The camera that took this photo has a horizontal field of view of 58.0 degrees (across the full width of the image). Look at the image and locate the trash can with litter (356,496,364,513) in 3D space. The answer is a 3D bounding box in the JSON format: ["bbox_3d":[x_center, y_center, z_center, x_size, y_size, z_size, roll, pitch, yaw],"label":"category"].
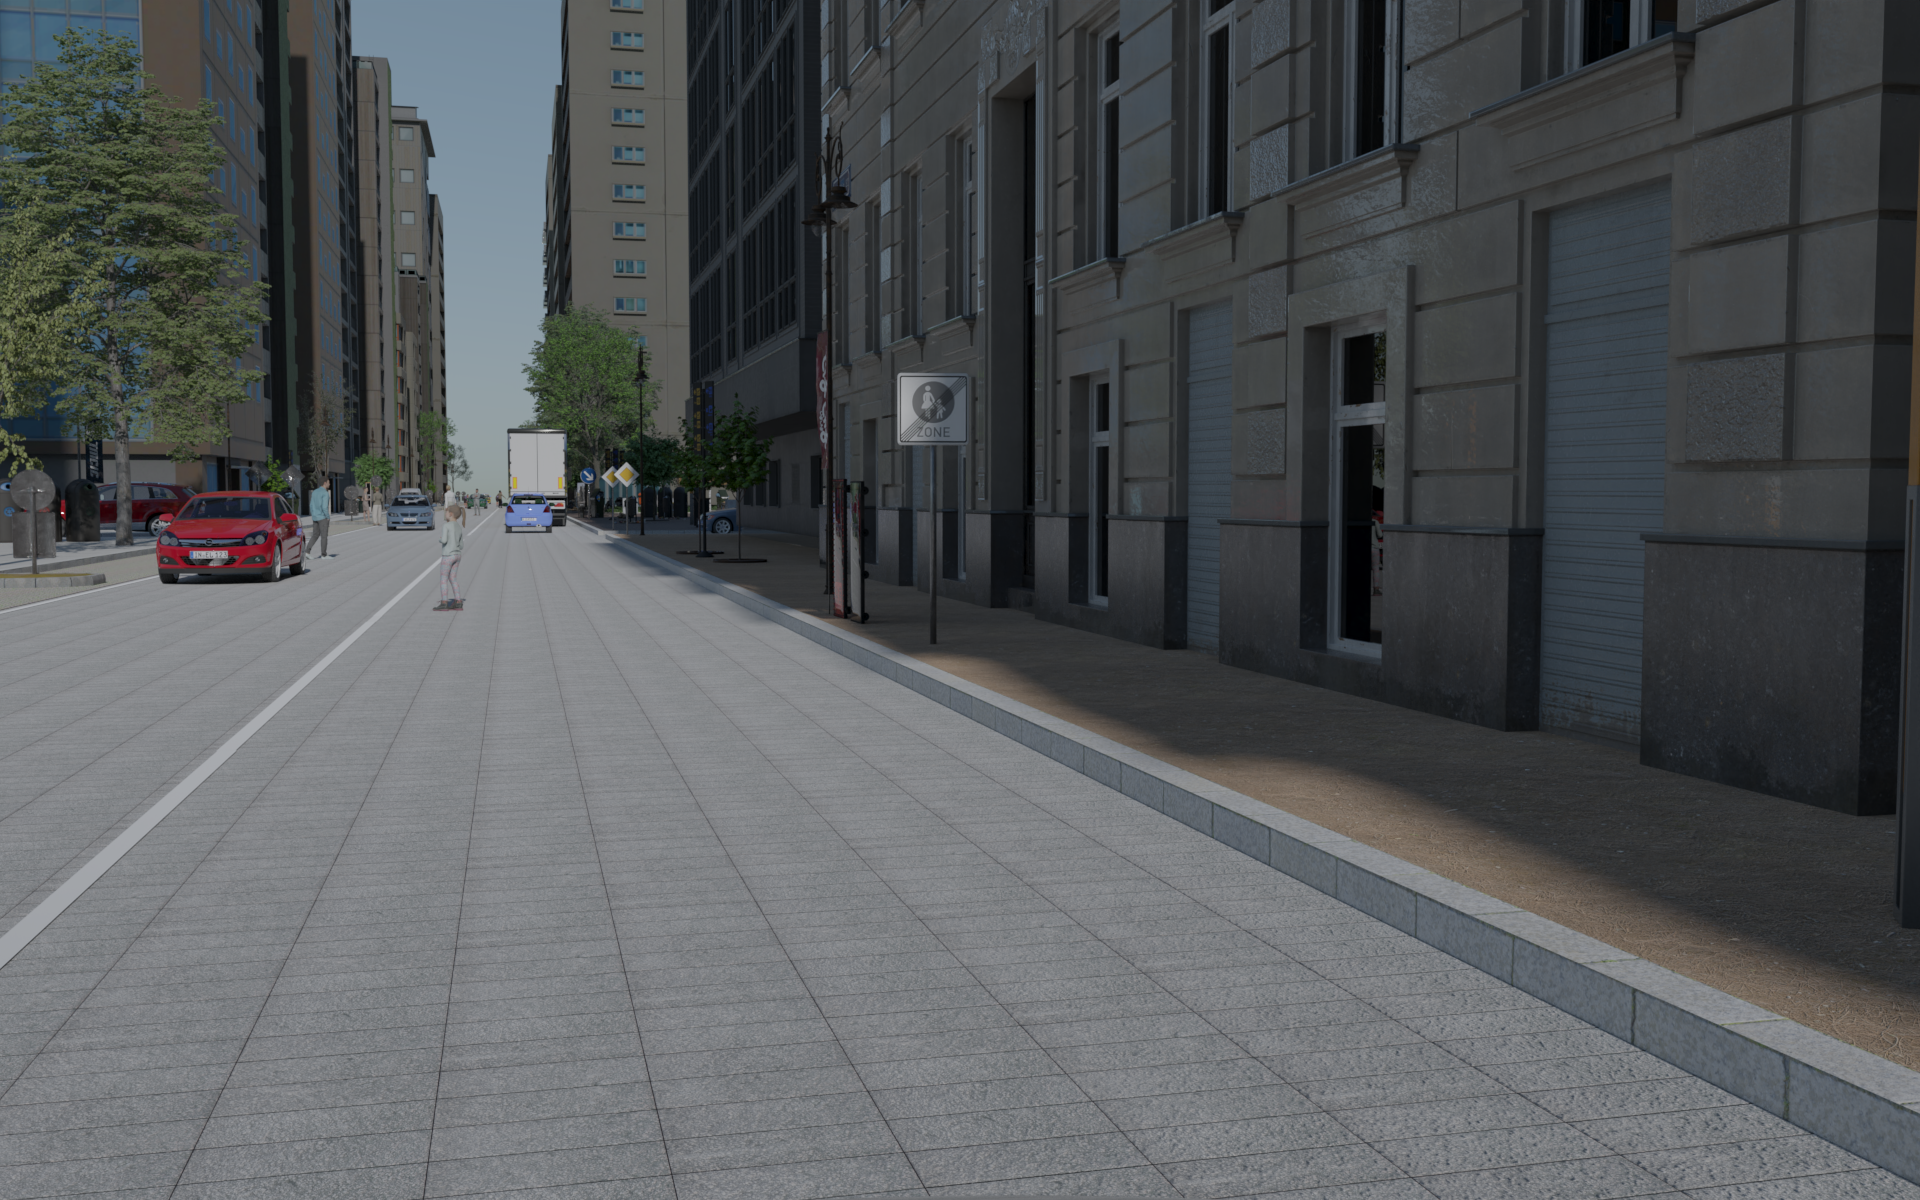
[{"bbox_3d":[-40.591,-6.484,117.405,0.624,1.170,1.055,-1,4,-9],"label":"trash can with litter"}]

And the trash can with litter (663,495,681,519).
[{"bbox_3d":[-14.761,-4.698,87.866,2.233,1.210,1.678,3,5,44],"label":"trash can with litter"}]

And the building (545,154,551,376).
[{"bbox_3d":[-45.370,-37.523,237.194,21.300,48.544,21.600,-1,4,-14],"label":"building"}]

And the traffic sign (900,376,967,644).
[{"bbox_3d":[-0.229,-0.771,14.743,0.606,2.300,0.079,0,4,-5],"label":"traffic sign"}]

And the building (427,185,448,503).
[{"bbox_3d":[-89.224,-39.018,261.644,21.300,48.544,21.600,-1,4,-14],"label":"building"}]

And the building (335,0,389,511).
[{"bbox_3d":[-57.102,-42.771,137.552,20.563,71.187,20.611,-1,4,-14],"label":"building"}]

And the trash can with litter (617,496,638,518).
[{"bbox_3d":[-17.588,-4.901,91.521,0.624,1.170,1.055,2,4,35],"label":"trash can with litter"}]

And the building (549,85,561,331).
[{"bbox_3d":[-35.551,-35.205,199.300,21.300,48.544,21.600,-1,4,-14],"label":"building"}]

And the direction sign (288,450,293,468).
[{"bbox_3d":[-34.204,-5.907,88.570,0.379,3.537,0.876,0,4,-8],"label":"direction sign"}]

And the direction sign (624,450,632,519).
[{"bbox_3d":[-17.326,-5.991,89.944,0.876,3.537,0.379,2,4,34],"label":"direction sign"}]

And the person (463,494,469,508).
[{"bbox_3d":[-49.386,-9.883,173.313,0.697,1.427,0.421,3,4,39],"label":"person"}]

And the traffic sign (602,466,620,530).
[{"bbox_3d":[-12.395,-3.560,61.855,0.795,2.450,0.064,-1,4,-14],"label":"traffic sign"}]

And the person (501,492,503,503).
[{"bbox_3d":[-53.563,-11.787,202.153,0.436,1.711,0.756,-1,4,-21],"label":"person"}]

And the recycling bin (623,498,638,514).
[{"bbox_3d":[-20.961,-5.966,110.102,0.722,1.027,0.722,1,4,17],"label":"recycling bin"}]

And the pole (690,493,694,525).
[{"bbox_3d":[-11.233,-4.809,72.468,0.158,3.312,0.155,0,3,0],"label":"pole"}]

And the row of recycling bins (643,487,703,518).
[{"bbox_3d":[-15.654,-5.357,94.696,3.534,1.692,1.069,1,4,9],"label":"row of recycling bins"}]

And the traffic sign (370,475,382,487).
[{"bbox_3d":[-39.484,-7.161,117.183,0.768,2.556,0.104,-1,4,-13],"label":"traffic sign"}]

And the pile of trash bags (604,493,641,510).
[{"bbox_3d":[-24.909,-7.342,129.789,1.912,1.369,3.447,3,4,37],"label":"pile of trash bags"}]

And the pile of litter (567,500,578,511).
[{"bbox_3d":[-29.659,-7.239,132.326,1.719,0.858,1.176,1,4,11],"label":"pile of litter"}]

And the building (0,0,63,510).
[{"bbox_3d":[-35.303,-25.435,65.978,14.600,45.320,14.200,-1,4,-14],"label":"building"}]

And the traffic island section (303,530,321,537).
[{"bbox_3d":[-22.828,-2.262,59.265,2.009,0.180,2.903,-1,4,-14],"label":"traffic island section"}]

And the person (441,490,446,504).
[{"bbox_3d":[-41.383,-7.967,139.475,1.217,1.735,0.721,3,4,37],"label":"person"}]

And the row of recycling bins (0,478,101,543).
[{"bbox_3d":[-24.791,-2.374,45.924,3.534,1.692,1.069,-2,4,-35],"label":"row of recycling bins"}]

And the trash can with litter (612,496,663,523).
[{"bbox_3d":[-14.500,-3.989,76.272,1.678,1.210,2.233,-3,5,-41],"label":"trash can with litter"}]

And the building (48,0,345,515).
[{"bbox_3d":[-46.982,-28.045,108.644,14.600,45.320,14.200,-1,4,-14],"label":"building"}]

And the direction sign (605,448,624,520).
[{"bbox_3d":[-17.223,-5.732,85.721,0.876,3.537,0.379,2,4,34],"label":"direction sign"}]

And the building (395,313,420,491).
[{"bbox_3d":[-70.279,-20.240,175.966,27.650,21.520,28.899,-1,4,-14],"label":"building"}]

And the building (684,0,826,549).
[{"bbox_3d":[1.262,-15.274,43.242,14.314,27.812,24.014,-1,4,-14],"label":"building"}]

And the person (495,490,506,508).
[{"bbox_3d":[-46.749,-10.252,176.129,1.348,1.823,0.705,2,4,24],"label":"person"}]

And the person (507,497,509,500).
[{"bbox_3d":[-40.814,-9.143,157.979,0.705,1.826,1.348,1,4,23],"label":"person"}]

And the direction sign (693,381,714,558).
[{"bbox_3d":[-5.173,-2.631,35.008,0.379,3.537,0.876,-2,4,-35],"label":"direction sign"}]

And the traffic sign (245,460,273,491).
[{"bbox_3d":[-20.818,-2.925,51.474,0.795,2.450,0.064,-1,4,-14],"label":"traffic sign"}]

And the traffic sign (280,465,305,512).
[{"bbox_3d":[-22.807,-3.399,59.209,0.795,2.450,0.064,-1,4,-14],"label":"traffic sign"}]

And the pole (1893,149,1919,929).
[{"bbox_3d":[2.882,-0.686,5.064,0.158,3.312,0.155,0,3,0],"label":"pole"}]

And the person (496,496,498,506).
[{"bbox_3d":[-52.838,-11.386,197.886,0.421,1.427,0.697,0,4,0],"label":"person"}]

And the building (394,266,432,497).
[{"bbox_3d":[-74.534,-27.326,218.473,14.160,30.474,14.107,-1,4,-14],"label":"building"}]

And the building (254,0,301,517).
[{"bbox_3d":[-41.948,-19.318,87.558,14.160,30.474,14.107,-1,4,-14],"label":"building"}]

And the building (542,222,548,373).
[{"bbox_3d":[-55.056,-40.208,277.008,23.786,49.044,30.456,-1,4,-14],"label":"building"}]

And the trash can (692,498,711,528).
[{"bbox_3d":[-9.907,-3.351,66.436,0.748,1.137,0.748,0,3,0],"label":"trash can"}]

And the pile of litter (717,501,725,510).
[{"bbox_3d":[-14.593,-5.682,106.872,1.719,0.858,1.176,2,4,27],"label":"pile of litter"}]

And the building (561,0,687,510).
[{"bbox_3d":[-23.332,-32.250,150.992,21.300,48.544,21.600,-1,4,-14],"label":"building"}]

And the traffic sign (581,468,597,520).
[{"bbox_3d":[-18.069,-5.150,84.313,0.768,2.556,0.104,-1,4,-13],"label":"traffic sign"}]

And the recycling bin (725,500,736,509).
[{"bbox_3d":[-10.485,-4.145,80.324,0.722,1.027,0.722,-1,4,-18],"label":"recycling bin"}]

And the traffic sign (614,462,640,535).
[{"bbox_3d":[-10.406,-3.087,54.120,0.795,2.450,0.064,-1,4,-14],"label":"traffic sign"}]

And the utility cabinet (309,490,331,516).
[{"bbox_3d":[-37.518,-5.676,101.477,1.173,1.500,0.318,-2,4,-25],"label":"utility cabinet"}]

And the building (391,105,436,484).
[{"bbox_3d":[-86.546,-39.567,236.151,28.713,52.752,27.495,-1,4,-14],"label":"building"}]

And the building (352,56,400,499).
[{"bbox_3d":[-58.646,-28.890,155.948,14.154,41.232,14.086,-1,4,-14],"label":"building"}]

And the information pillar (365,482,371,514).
[{"bbox_3d":[-37.470,-6.432,109.662,0.304,2.012,0.304,-2,4,-28],"label":"information pillar"}]

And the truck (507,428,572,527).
[{"bbox_3d":[-19.267,-5.536,79.425,2.839,4.237,11.283,-1,4,-13],"label":"truck"}]

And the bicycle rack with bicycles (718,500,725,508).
[{"bbox_3d":[-14.856,-6.144,113.841,2.852,0.926,2.925,0,4,-6],"label":"bicycle rack with bicycles"}]

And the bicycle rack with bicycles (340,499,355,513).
[{"bbox_3d":[-43.120,-6.608,121.428,2.925,0.926,2.852,-3,5,-45],"label":"bicycle rack with bicycles"}]

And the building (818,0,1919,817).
[{"bbox_3d":[6.016,-13.572,19.166,12.463,27.353,25.104,-1,4,-14],"label":"building"}]

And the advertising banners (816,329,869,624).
[{"bbox_3d":[-1.236,-1.328,17.897,0.090,3.025,2.074,-1,4,-17],"label":"advertising banners"}]
